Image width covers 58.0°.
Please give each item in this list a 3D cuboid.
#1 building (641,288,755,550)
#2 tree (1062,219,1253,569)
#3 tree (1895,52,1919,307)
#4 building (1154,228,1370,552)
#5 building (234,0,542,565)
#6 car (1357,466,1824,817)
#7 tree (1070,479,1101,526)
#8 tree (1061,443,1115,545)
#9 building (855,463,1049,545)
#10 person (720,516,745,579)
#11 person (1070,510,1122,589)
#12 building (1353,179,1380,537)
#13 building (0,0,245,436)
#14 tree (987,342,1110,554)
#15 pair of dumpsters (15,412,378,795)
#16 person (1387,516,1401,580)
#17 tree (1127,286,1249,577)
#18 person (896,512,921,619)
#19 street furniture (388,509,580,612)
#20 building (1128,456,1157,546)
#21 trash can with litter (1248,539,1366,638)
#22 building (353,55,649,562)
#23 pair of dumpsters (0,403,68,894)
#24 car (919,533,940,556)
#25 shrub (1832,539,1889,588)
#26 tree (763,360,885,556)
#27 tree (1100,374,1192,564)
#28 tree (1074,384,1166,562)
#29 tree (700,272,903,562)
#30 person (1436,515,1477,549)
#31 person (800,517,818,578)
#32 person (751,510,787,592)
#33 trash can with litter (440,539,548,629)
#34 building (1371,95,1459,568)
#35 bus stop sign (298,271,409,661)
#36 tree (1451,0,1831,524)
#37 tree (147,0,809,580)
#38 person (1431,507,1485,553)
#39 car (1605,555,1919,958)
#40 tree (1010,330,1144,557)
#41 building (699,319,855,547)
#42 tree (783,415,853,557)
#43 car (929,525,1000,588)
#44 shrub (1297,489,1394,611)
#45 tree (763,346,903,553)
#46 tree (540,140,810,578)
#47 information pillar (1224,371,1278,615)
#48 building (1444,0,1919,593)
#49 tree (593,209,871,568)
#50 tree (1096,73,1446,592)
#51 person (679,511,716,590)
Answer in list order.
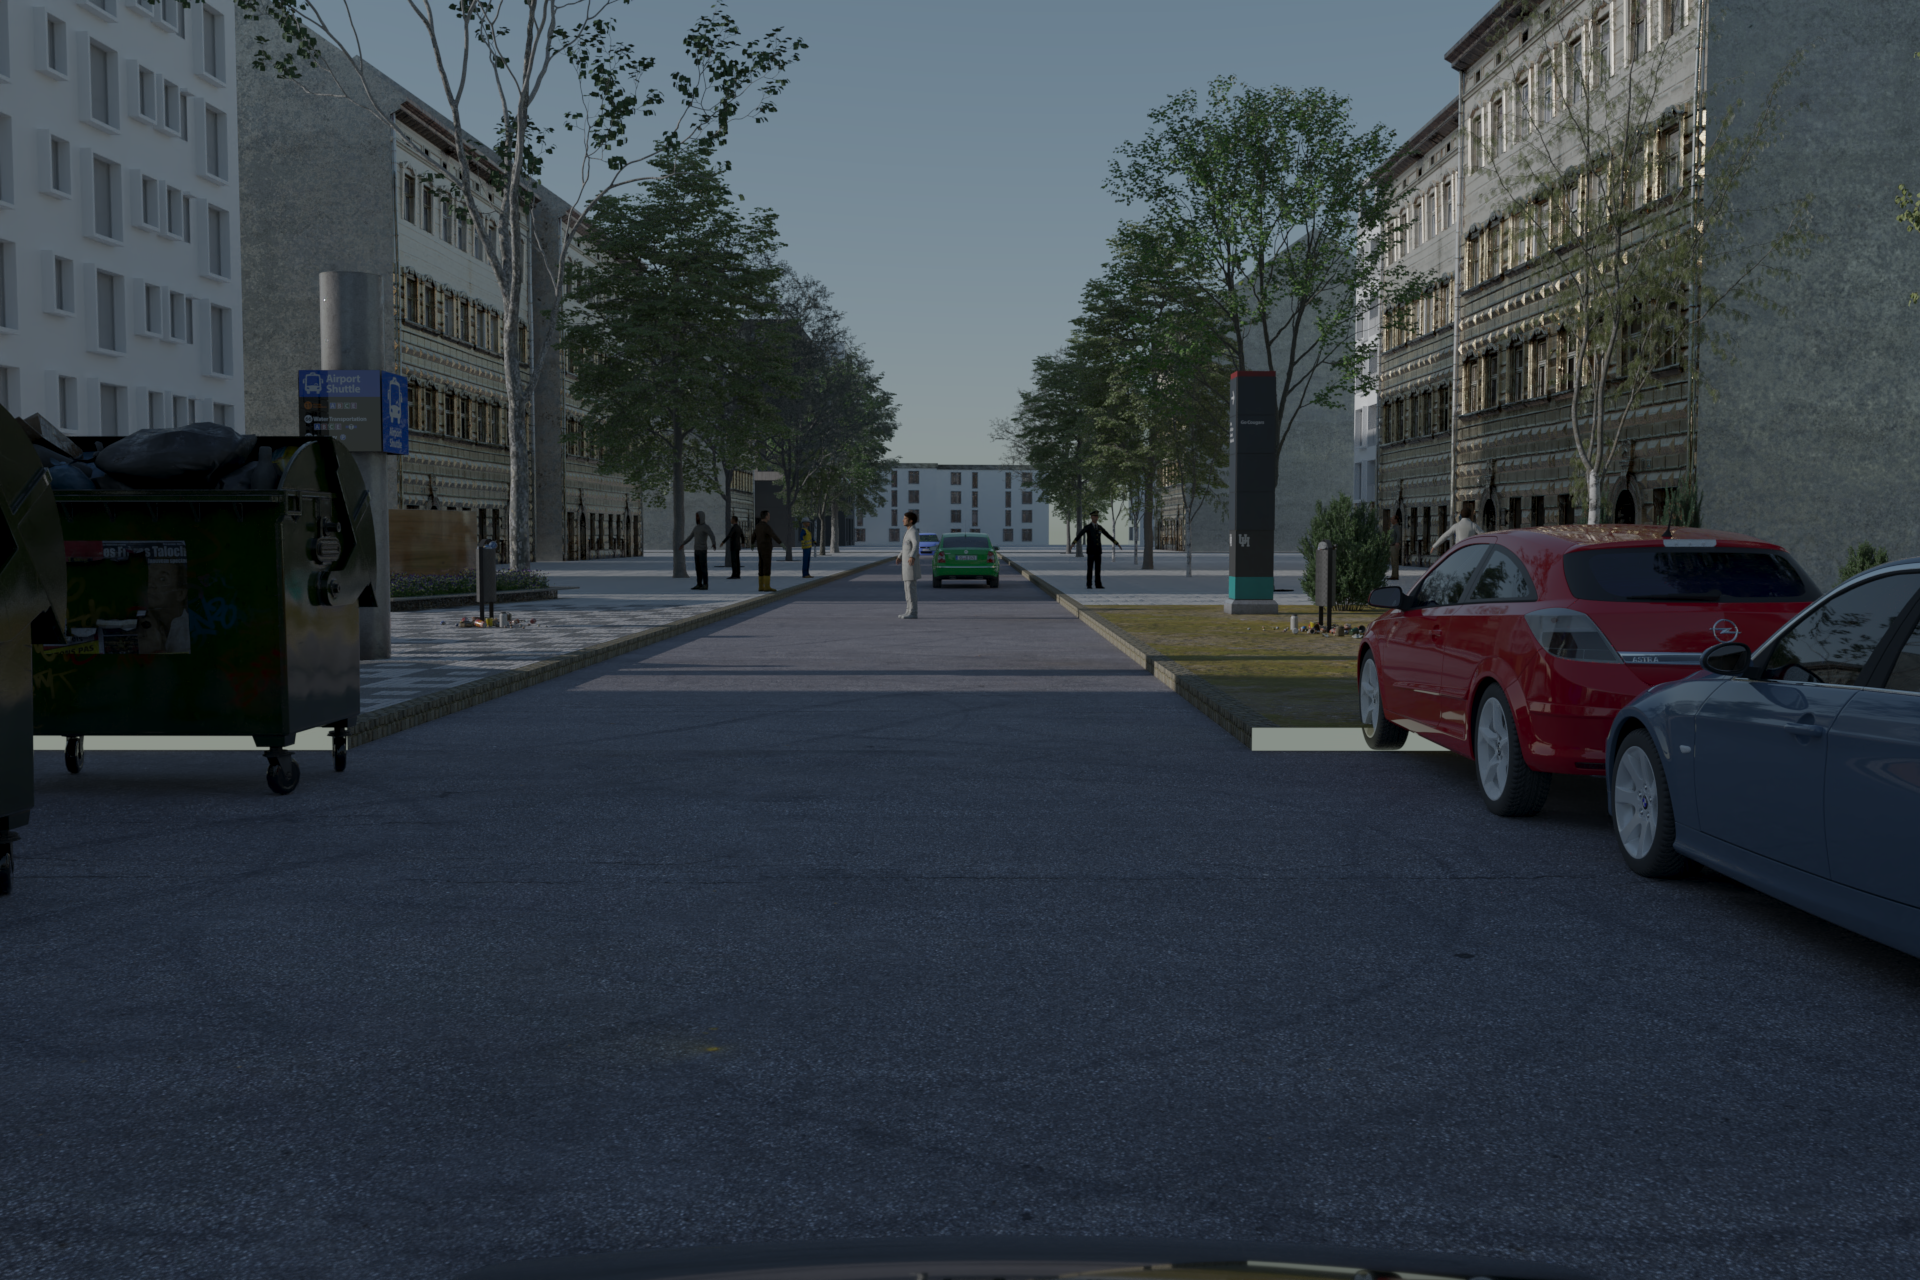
[{"bbox_3d":[-28.002,-19.414,148.350,19.493,23.208,18.063,0,4,0],"label":"building"},{"bbox_3d":[7.153,-8.863,63.030,7.486,12.596,7.792,0,3,0],"label":"tree"},{"bbox_3d":[14.848,-4.473,23.504,4.737,8.622,4.395,0,3,0],"label":"tree"},{"bbox_3d":[25.441,-18.527,133.840,19.493,23.208,18.063,0,3,0],"label":"building"},{"bbox_3d":[-28.704,-14.578,69.277,19.493,23.208,18.063,0,4,1],"label":"building"},{"bbox_3d":[3.603,-0.074,10.251,2.155,1.783,4.494,0,4,0],"label":"car"},{"bbox_3d":[14.749,-15.385,201.902,4.737,8.622,4.395,0,3,0],"label":"tree"},{"bbox_3d":[15.418,-17.809,209.299,7.486,12.596,7.792,0,3,0],"label":"tree"},{"bbox_3d":[-3.236,-15.960,205.546,28.070,9.664,9.099,0,4,-7],"label":"building"},{"bbox_3d":[-6.446,-2.643,49.445,0.704,1.802,1.346,1,4,21],"label":"person"},{"bbox_3d":[3.162,-2.121,40.615,1.347,1.837,0.705,-1,4,-22],"label":"person"},{"bbox_3d":[26.127,-14.342,90.909,16.016,20.090,11.380,0,4,0],"label":"building"},{"bbox_3d":[-26.476,-11.143,38.602,16.016,20.090,11.380,0,4,0],"label":"building"},{"bbox_3d":[6.932,-12.328,111.934,12.009,13.543,11.850,0,3,0],"label":"tree"},{"bbox_3d":[-5.753,-0.301,9.877,4.436,2.255,1.574,0,4,1],"label":"pair of dumpsters"},{"bbox_3d":[12.109,-2.574,48.352,0.705,1.796,1.348,0,4,0],"label":"person"},{"bbox_3d":[6.821,-6.188,51.530,4.360,8.622,3.978,0,3,0],"label":"tree"},{"bbox_3d":[-0.869,-1.271,29.419,0.705,1.806,1.347,-1,4,-11],"label":"person"},{"bbox_3d":[-10.622,-1.558,32.331,9.812,1.723,11.010,1,4,14],"label":"street furniture"},{"bbox_3d":[23.242,-14.612,181.058,9.099,9.664,28.070,0,4,1],"label":"building"},{"bbox_3d":[4.686,-0.688,22.309,1.678,1.210,2.233,0,4,0],"label":"trash can with litter"},{"bbox_3d":[-27.460,-15.788,89.057,19.493,23.208,18.063,0,4,1],"label":"building"},{"bbox_3d":[-5.809,-0.082,6.291,4.436,2.255,1.574,0,4,0],"label":"pair of dumpsters"},{"bbox_3d":[-1.966,-5.726,103.203,1.945,1.707,3.694,0,3,0],"label":"car"},{"bbox_3d":[13.672,-0.918,26.121,1.383,1.207,1.383,0,3,0],"label":"shrub"},{"bbox_3d":[-8.197,-10.849,103.134,9.928,11.665,9.643,0,3,0],"label":"tree"},{"bbox_3d":[7.376,-7.508,73.116,4.360,8.622,3.978,0,3,0],"label":"tree"},{"bbox_3d":[6.907,-7.921,79.872,4.360,8.622,3.978,0,3,0],"label":"tree"},{"bbox_3d":[-7.907,-10.434,80.965,12.009,13.543,11.850,0,3,0],"label":"tree"},{"bbox_3d":[12.571,-2.273,43.294,1.347,1.817,0.704,2,4,27],"label":"person"},{"bbox_3d":[-4.406,-2.696,50.549,0.721,1.772,1.216,1,4,14],"label":"person"},{"bbox_3d":[-4.321,-1.985,38.599,0.704,1.812,1.346,-3,5,-40],"label":"person"},{"bbox_3d":[-6.493,-0.822,24.504,1.678,1.210,2.233,0,4,-1],"label":"trash can with litter"},{"bbox_3d":[26.913,-14.261,64.096,19.493,23.208,18.063,0,4,0],"label":"building"},{"bbox_3d":[-6.186,-1.756,17.730,0.837,3.901,0.837,0,3,0],"label":"bus stop sign"},{"bbox_3d":[7.512,-4.322,21.021,4.360,8.622,3.978,0,3,0],"label":"tree"},{"bbox_3d":[-9.420,-10.876,33.713,12.611,20.169,13.585,0,3,0],"label":"tree"},{"bbox_3d":[9.988,-1.715,34.226,1.347,1.806,0.705,1,4,21],"label":"person"},{"bbox_3d":[3.671,0.383,5.748,2.014,1.417,4.499,0,4,1],"label":"car"},{"bbox_3d":[6.686,-10.870,95.856,7.486,12.596,7.792,0,3,0],"label":"tree"},{"bbox_3d":[-26.093,-20.620,181.111,27.936,21.610,32.646,0,4,1],"label":"building"},{"bbox_3d":[-7.948,-8.853,95.108,4.737,8.622,4.395,0,3,0],"label":"tree"},{"bbox_3d":[0.132,-2.363,47.427,1.959,1.807,4.718,0,4,-1],"label":"car"},{"bbox_3d":[6.422,-1.499,28.920,1.690,2.028,1.600,0,3,0],"label":"shrub"},{"bbox_3d":[-8.594,-12.863,116.969,9.857,13.997,8.962,0,3,0],"label":"tree"},{"bbox_3d":[-8.157,-8.065,49.988,7.486,12.596,7.792,0,3,0],"label":"tree"},{"bbox_3d":[4.690,-2.352,27.826,0.750,3.857,0.750,0,4,0],"label":"information pillar"},{"bbox_3d":[25.042,-13.150,45.927,19.493,23.208,18.063,0,4,0],"label":"building"},{"bbox_3d":[-9.004,-9.545,66.430,12.009,13.543,11.850,0,3,0],"label":"tree"},{"bbox_3d":[6.887,-6.901,38.591,9.928,11.665,9.643,0,3,0],"label":"tree"},{"bbox_3d":[-5.965,-2.054,39.714,0.705,1.813,1.348,-3,5,-45],"label":"person"}]
